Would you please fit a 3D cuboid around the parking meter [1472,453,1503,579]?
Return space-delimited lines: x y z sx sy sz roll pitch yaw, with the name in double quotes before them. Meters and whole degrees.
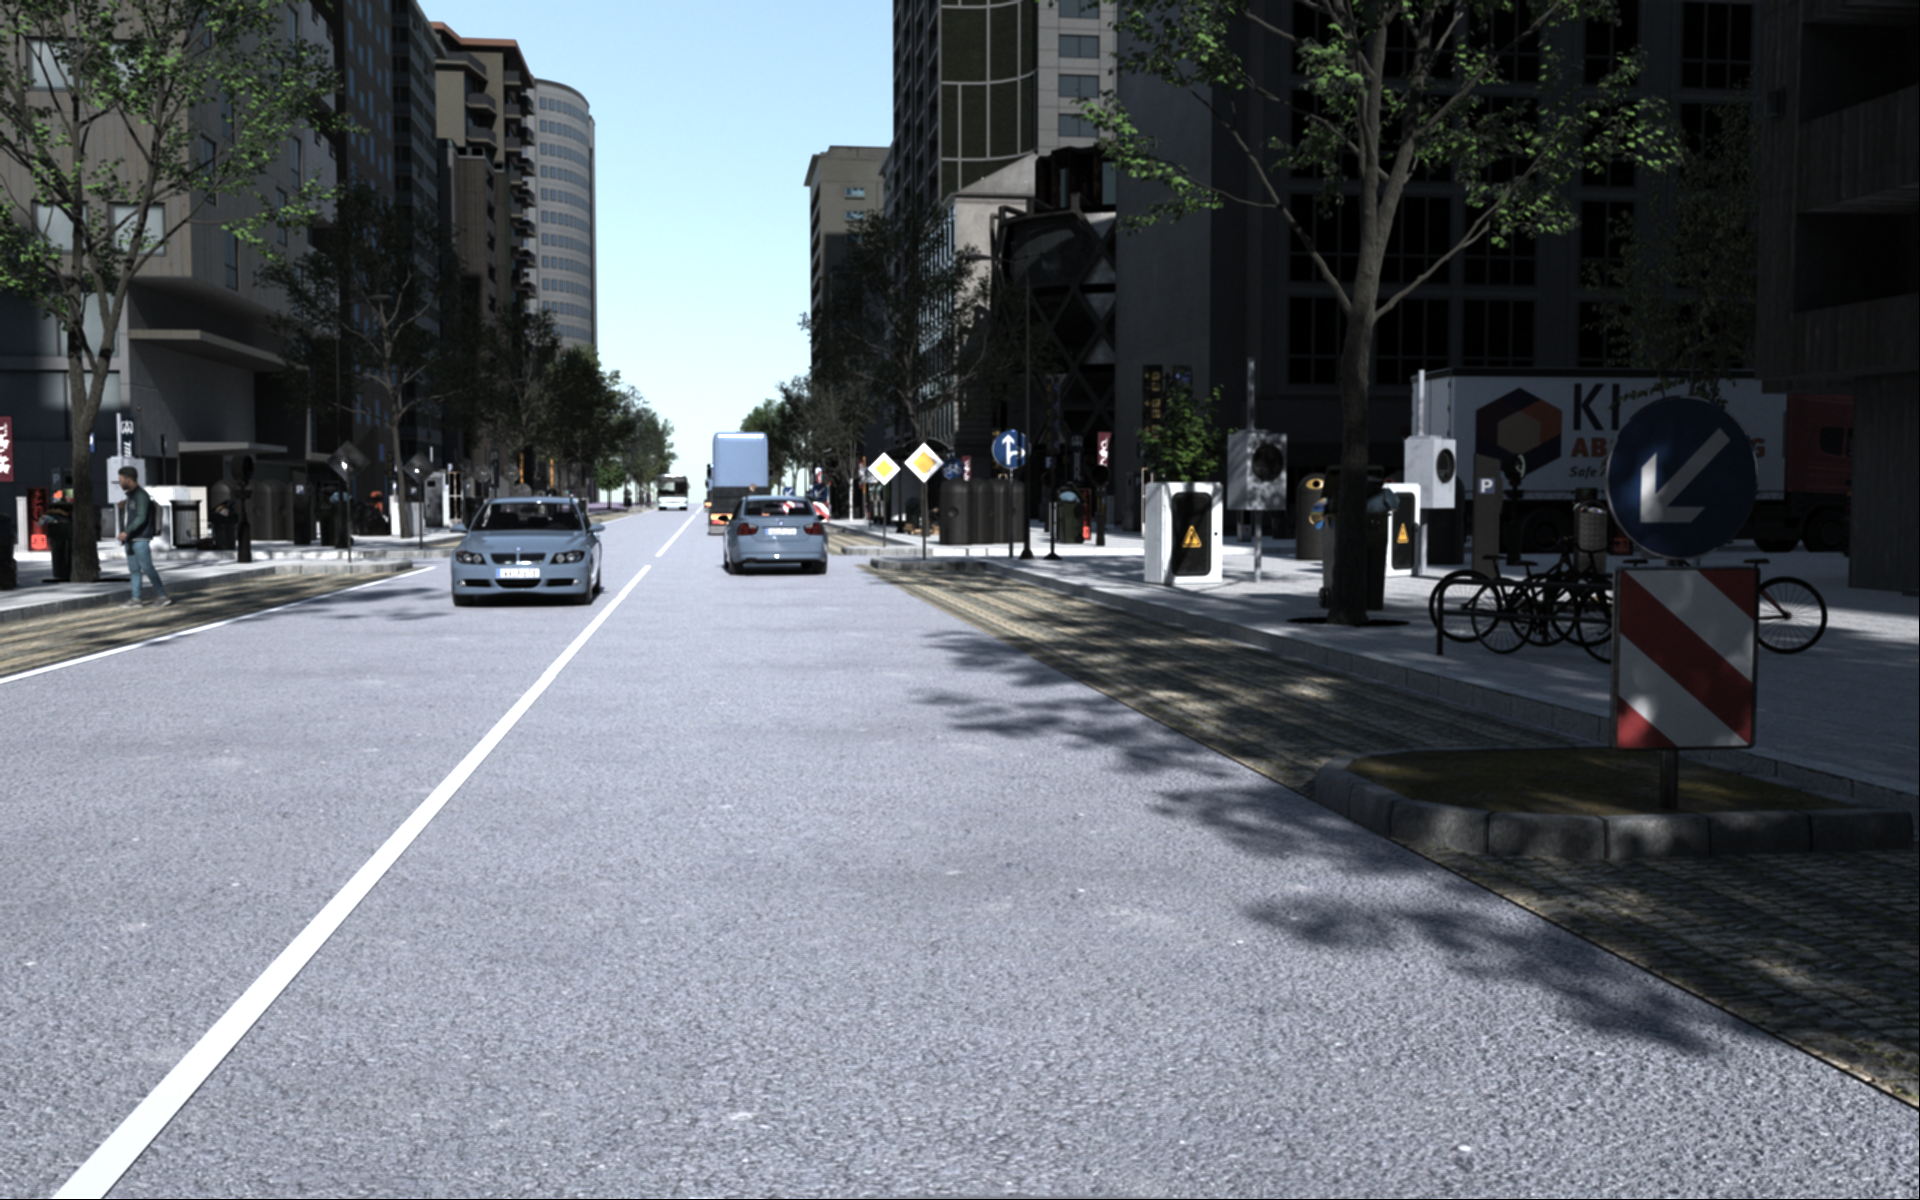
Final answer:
"parking meter" 7.523 -1.161 24.699 0.399 1.863 0.255 1 4 21

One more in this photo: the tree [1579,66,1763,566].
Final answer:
"tree" 13.132 -4.917 30.760 4.737 8.622 4.395 0 3 0

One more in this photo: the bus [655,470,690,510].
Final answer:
"bus" -25.669 -9.781 154.779 2.948 3.499 13.247 -1 4 -9

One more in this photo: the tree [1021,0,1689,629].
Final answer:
"tree" 3.935 -5.558 16.630 9.928 11.665 9.643 0 3 0

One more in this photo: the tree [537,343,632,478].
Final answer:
"tree" -28.395 -12.963 130.066 7.486 12.596 7.792 0 3 0

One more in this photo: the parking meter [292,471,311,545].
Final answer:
"parking meter" -16.567 -2.319 43.625 0.399 1.863 0.255 0 4 -4

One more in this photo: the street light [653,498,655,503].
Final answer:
"street light" -40.641 -15.584 227.346 1.470 5.913 1.316 0 4 -8

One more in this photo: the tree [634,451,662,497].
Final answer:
"tree" -42.892 -17.448 235.641 4.737 8.622 4.395 0 3 0

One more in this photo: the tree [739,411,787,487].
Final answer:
"tree" -29.738 -21.462 257.551 9.857 13.997 8.962 0 3 0

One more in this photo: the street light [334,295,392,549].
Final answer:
"street light" -13.945 -4.156 40.486 1.470 5.913 1.316 0 4 -8

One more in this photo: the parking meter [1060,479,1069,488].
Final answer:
"parking meter" 4.207 -3.887 69.266 0.399 1.863 0.255 -3 5 -43

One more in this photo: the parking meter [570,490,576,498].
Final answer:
"parking meter" -24.369 -6.157 109.085 0.372 1.533 0.369 0 3 0

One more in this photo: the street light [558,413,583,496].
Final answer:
"street light" -22.445 -7.756 99.353 1.470 5.913 1.316 0 4 -8

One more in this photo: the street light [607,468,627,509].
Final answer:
"street light" -28.976 -10.570 145.356 1.470 5.913 1.316 0 4 -8

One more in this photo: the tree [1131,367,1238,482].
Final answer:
"tree" 3.354 -1.957 26.601 1.663 3.219 1.824 0 3 0

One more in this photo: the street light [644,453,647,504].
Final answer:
"street light" -36.428 -13.784 197.907 1.470 5.913 1.316 0 4 -8

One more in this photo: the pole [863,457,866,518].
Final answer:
"pole" -5.225 -6.133 94.115 0.158 3.312 0.155 0 3 0

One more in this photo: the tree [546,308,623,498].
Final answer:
"tree" -20.890 -8.932 80.453 8.767 10.594 7.601 -1 4 -20

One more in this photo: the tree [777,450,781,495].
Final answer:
"tree" -8.155 -9.493 105.566 4.360 8.622 3.978 0 3 0

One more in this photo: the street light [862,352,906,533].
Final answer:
"street light" -2.497 -5.147 56.700 1.470 5.913 1.316 0 4 -8

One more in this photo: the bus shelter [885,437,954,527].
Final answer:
"bus shelter" -1.587 -4.294 64.133 2.014 3.302 5.546 0 4 -8

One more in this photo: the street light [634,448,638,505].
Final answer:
"street light" -33.200 -12.392 175.155 1.470 5.913 1.316 0 4 -8

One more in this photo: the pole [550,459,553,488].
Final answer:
"pole" -23.404 -6.453 99.343 0.158 3.312 0.155 0 3 0

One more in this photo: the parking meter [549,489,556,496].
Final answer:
"parking meter" -21.764 -5.140 92.449 0.372 1.533 0.369 0 3 0

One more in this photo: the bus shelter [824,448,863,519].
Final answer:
"bus shelter" -6.158 -6.152 91.873 1.731 3.624 6.357 0 4 -8

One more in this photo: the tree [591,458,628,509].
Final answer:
"tree" -30.663 -10.255 151.378 4.285 4.588 4.351 0 3 0

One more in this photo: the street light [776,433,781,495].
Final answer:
"street light" -13.344 -9.799 132.756 1.470 5.913 1.316 0 4 -8

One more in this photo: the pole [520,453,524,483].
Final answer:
"pole" -21.747 -5.635 85.982 0.158 3.312 0.155 0 3 0

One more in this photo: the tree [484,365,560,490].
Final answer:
"tree" -23.512 -8.815 94.482 4.360 8.622 3.978 0 3 0

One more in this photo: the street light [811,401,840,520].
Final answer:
"street light" -6.714 -6.967 86.455 1.470 5.913 1.316 0 4 -8

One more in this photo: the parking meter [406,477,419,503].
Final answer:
"parking meter" -18.409 -3.216 58.294 0.399 1.863 0.255 -3 4 -38

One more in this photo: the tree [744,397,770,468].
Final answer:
"tree" -19.062 -15.646 181.561 9.928 11.665 9.643 0 3 0

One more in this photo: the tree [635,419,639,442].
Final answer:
"tree" -26.067 -11.412 121.006 8.767 10.594 7.601 1 4 17

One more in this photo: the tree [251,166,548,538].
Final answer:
"tree" -16.476 -7.074 50.066 7.601 10.594 8.767 0 4 -7

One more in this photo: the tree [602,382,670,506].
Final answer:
"tree" -36.475 -17.043 189.016 12.009 13.543 11.850 0 3 0

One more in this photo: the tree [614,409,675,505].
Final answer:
"tree" -38.422 -17.300 208.614 9.928 11.665 9.643 0 3 0

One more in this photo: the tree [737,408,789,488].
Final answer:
"tree" -26.679 -19.008 228.902 7.486 12.596 7.792 0 3 0

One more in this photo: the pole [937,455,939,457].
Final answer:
"pole" -1.006 -5.284 80.241 0.158 3.312 0.155 0 3 0

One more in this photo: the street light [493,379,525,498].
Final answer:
"street light" -18.235 -5.956 69.914 1.470 5.913 1.316 0 4 -8

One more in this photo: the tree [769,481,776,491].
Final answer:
"tree" -30.556 -17.329 267.034 4.285 4.588 4.351 0 3 0

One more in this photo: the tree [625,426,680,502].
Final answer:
"tree" -48.591 -21.610 270.330 9.611 12.733 9.660 0 3 0

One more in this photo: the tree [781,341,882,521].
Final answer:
"tree" -5.298 -7.989 80.987 4.360 8.622 3.978 0 3 0

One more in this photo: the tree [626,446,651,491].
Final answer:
"tree" -41.485 -16.613 221.983 4.360 8.622 3.978 0 3 0

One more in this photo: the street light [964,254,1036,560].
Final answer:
"street light" 0.776 -3.742 33.720 1.470 5.913 1.316 0 4 -8

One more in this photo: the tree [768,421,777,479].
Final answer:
"tree" -18.326 -13.670 173.874 4.360 8.622 3.978 0 3 0

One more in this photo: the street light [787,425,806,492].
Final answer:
"street light" -10.880 -8.768 115.901 1.470 5.913 1.316 0 4 -8

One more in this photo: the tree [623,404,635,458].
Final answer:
"tree" -24.597 -10.604 107.788 7.601 10.594 8.767 -1 4 -14

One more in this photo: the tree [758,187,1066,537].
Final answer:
"tree" -0.978 -7.195 52.055 8.767 10.594 7.601 0 4 5
